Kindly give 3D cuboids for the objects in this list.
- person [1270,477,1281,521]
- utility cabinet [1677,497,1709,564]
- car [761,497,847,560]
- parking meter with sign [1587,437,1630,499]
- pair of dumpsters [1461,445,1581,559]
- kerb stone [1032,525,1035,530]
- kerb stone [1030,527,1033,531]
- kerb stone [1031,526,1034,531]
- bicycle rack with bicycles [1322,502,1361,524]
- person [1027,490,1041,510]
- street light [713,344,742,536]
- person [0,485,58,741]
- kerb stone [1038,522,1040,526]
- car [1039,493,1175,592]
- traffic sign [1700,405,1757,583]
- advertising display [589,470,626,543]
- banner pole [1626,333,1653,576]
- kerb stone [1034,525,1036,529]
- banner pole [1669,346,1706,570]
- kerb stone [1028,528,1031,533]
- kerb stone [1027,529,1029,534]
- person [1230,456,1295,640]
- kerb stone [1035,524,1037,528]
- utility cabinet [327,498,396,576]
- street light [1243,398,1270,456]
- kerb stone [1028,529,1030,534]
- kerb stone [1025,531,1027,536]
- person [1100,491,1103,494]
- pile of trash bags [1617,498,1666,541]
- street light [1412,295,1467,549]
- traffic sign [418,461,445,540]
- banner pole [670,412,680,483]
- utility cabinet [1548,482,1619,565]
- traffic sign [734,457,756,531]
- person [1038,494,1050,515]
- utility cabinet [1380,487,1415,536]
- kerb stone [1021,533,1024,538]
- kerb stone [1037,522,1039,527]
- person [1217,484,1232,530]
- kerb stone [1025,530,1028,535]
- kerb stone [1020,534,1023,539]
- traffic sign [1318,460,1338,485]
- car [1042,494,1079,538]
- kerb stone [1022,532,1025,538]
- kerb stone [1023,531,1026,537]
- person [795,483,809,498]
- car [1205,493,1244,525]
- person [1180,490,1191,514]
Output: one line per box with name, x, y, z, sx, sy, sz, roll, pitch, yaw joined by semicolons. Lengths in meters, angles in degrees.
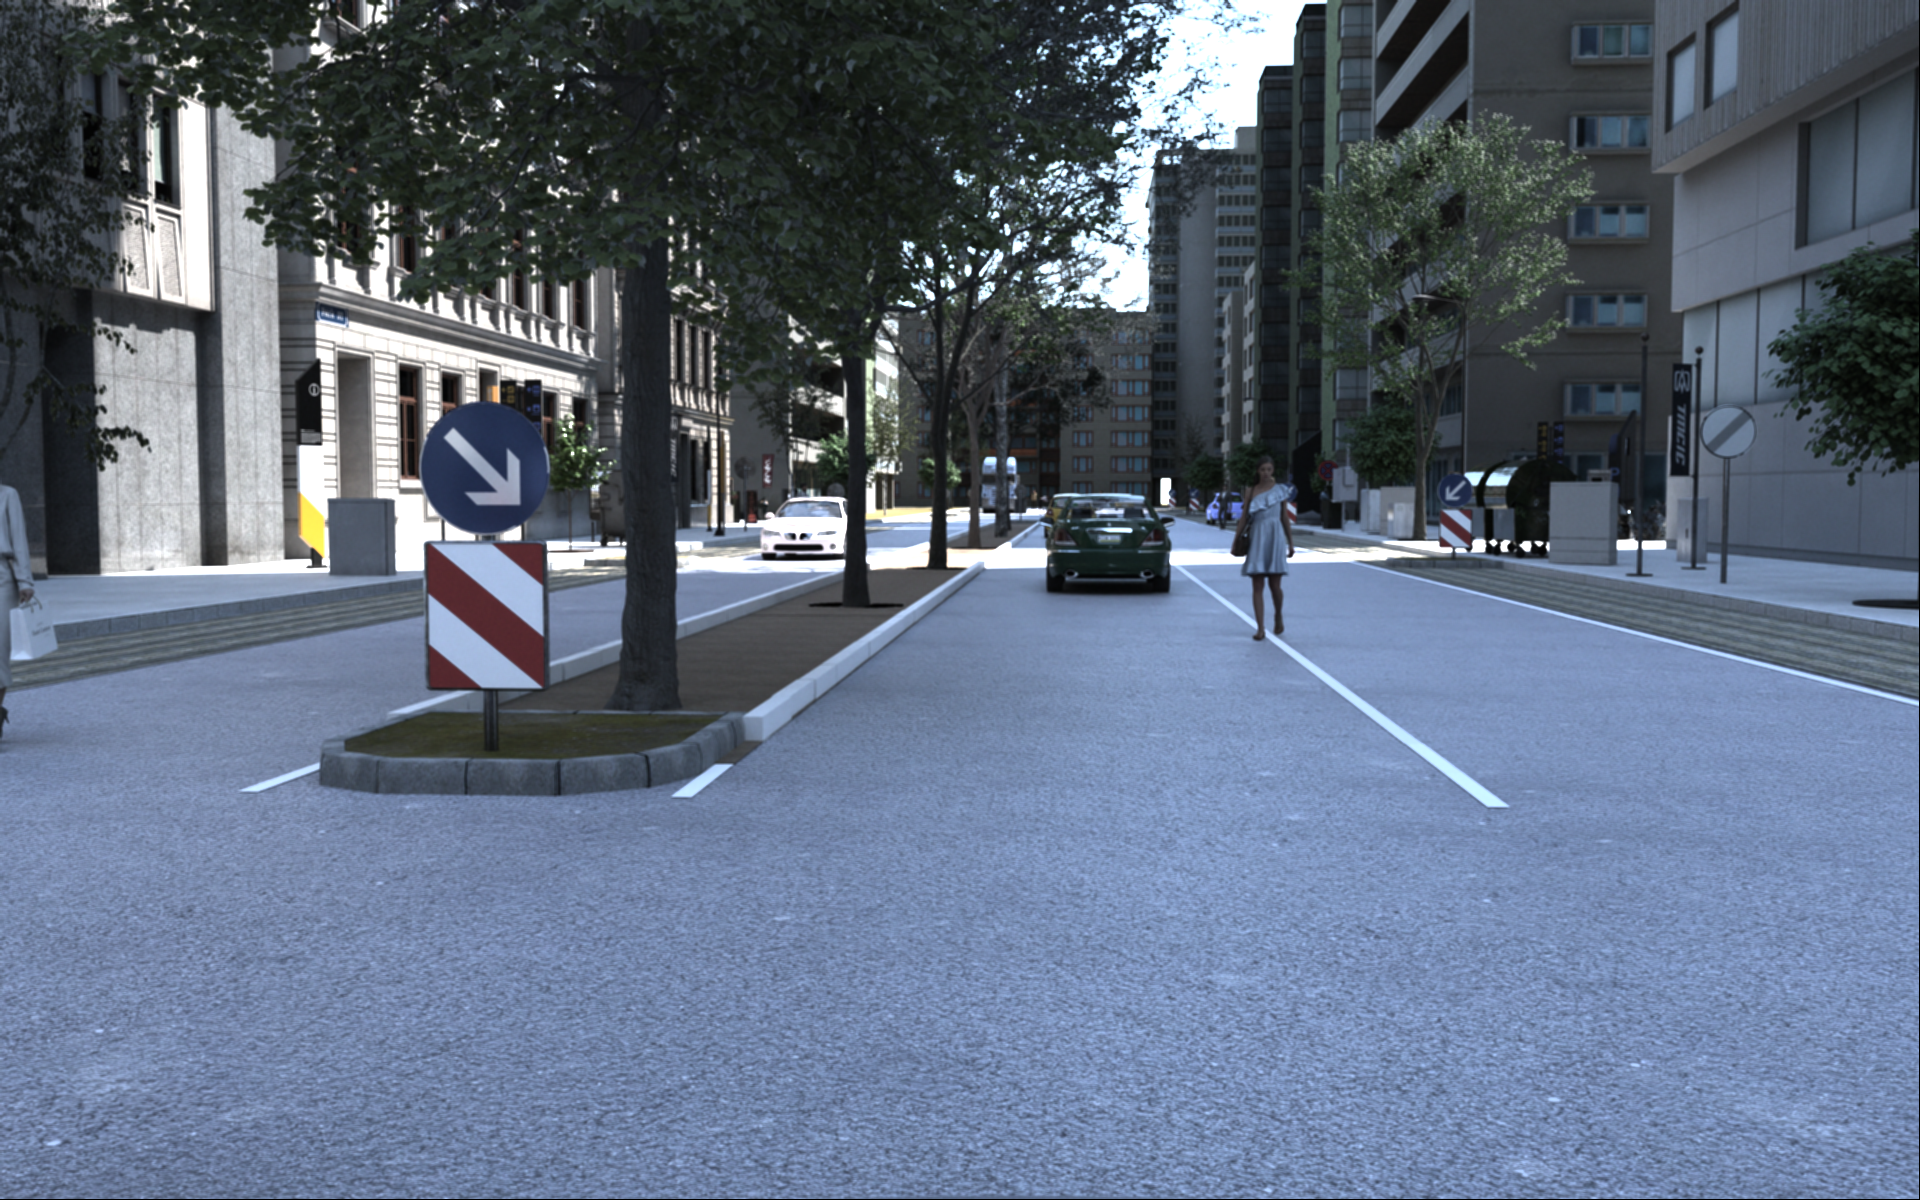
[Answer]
person;7.135;-1.907;39.704;0.581;1.822;0.654;2;4;24
utility cabinet;13.702;-1.301;32.430;0.306;1.237;1.020;1;4;8
car;-3.295;-1.647;39.293;2.083;1.381;4.827;0;4;4
parking meter with sign;19.806;-3.515;53.735;1.738;3.016;0.543;1;4;17
pair of dumpsters;11.697;-2.072;36.368;1.574;2.255;4.437;0;4;4
kerb stone;2.683;-2.664;65.760;0.120;0.150;1.000;0;4;4
kerb stone;2.477;-2.476;62.695;0.120;0.150;1.000;0;4;4
kerb stone;2.542;-2.539;63.715;0.120;0.150;1.000;0;4;4
bicycle rack with bicycles;16.772;-3.833;76.045;2.852;0.926;2.925;0;4;1
person;6.789;-9.195;158.926;1.348;1.812;0.705;0;4;-1
street light;-6.823;-4.906;52.753;1.470;5.913;1.316;0;4;4
person;-5.443;-0.054;9.734;0.694;1.780;0.624;0;4;5
kerb stone;3.187;-3.102;72.917;0.120;0.150;1.000;0;4;4
car;2.274;-0.915;26.754;2.131;1.459;4.920;0;4;4
traffic sign;10.989;-1.513;24.851;0.768;2.556;0.104;1;4;10
advertising display;-9.302;-2.482;45.788;0.974;1.923;0.123;0;4;3
banner pole;10.734;-2.277;27.246;0.401;3.779;0.863;1;4;22
kerb stone;2.755;-2.727;66.781;0.120;0.150;1.000;0;4;4
banner pole;12.329;-2.407;29.375;0.863;3.779;0.401;-2;4;-27
kerb stone;2.329;-2.352;60.647;0.120;0.150;1.000;0;4;4
kerb stone;2.184;-2.227;58.601;0.120;0.150;1.000;0;4;4
person;3.019;-0.530;17.258;0.616;1.811;0.778;1;4;22
kerb stone;2.899;-2.852;68.831;0.120;0.150;1.000;0;4;4
utility cabinet;-9.427;-0.988;27.319;1.020;1.237;0.306;1;4;12
street light;14.318;-6.785;83.471;1.470;5.913;1.316;0;4;4
kerb stone;2.252;-2.287;59.627;0.120;0.150;1.000;0;4;4
kerb stone;2.043;-2.101;56.540;0.120;0.150;1.000;0;4;4
person;12.623;-8.966;155.915;0.721;1.723;1.217;-1;4;-22
pile of trash bags;18.413;-2.386;48.766;1.912;1.369;3.447;-3;5;-41
street light;11.260;-4.164;40.618;1.470;5.913;1.316;0;4;4
traffic sign;-8.869;-1.815;29.686;0.884;2.594;0.081;1;4;9
banner pole;-7.785;-3.457;46.542;0.401;3.779;0.863;-3;5;-43
utility cabinet;11.334;-1.395;31.483;0.318;1.500;1.173;-3;5;-42
traffic sign;-7.371;-3.629;59.433;0.768;2.556;0.104;0;4;8
person;5.839;-6.637;120.198;0.799;1.438;0.628;-2;4;-33
utility cabinet;13.372;-2.684;52.560;1.173;1.500;0.318;2;4;32
kerb stone;1.824;-1.913;53.469;0.120;0.150;1.000;0;4;4
kerb stone;3.106;-3.040;71.896;0.120;0.150;1.000;0;4;4
person;10.624;-3.737;69.567;0.622;1.834;0.822;1;4;19
kerb stone;2.114;-2.163;57.572;0.120;0.150;1.000;0;4;4
kerb stone;1.757;-1.850;52.449;0.120;0.150;1.000;0;4;4
traffic sign;13.913;-4.002;65.534;0.768;2.556;0.104;0;4;6
car;3.706;-2.901;57.663;2.015;1.641;3.980;0;4;5
kerb stone;1.902;-1.975;54.489;0.120;0.150;1.000;0;4;4
kerb stone;1.971;-2.038;55.513;0.120;0.150;1.000;0;4;4
person;-5.271;-3.011;58.006;0.850;1.792;0.678;3;4;38
car;12.449;-4.364;80.936;1.945;1.707;3.694;0;4;3
person;15.346;-6.565;116.560;1.217;1.735;0.721;-2;4;-27
